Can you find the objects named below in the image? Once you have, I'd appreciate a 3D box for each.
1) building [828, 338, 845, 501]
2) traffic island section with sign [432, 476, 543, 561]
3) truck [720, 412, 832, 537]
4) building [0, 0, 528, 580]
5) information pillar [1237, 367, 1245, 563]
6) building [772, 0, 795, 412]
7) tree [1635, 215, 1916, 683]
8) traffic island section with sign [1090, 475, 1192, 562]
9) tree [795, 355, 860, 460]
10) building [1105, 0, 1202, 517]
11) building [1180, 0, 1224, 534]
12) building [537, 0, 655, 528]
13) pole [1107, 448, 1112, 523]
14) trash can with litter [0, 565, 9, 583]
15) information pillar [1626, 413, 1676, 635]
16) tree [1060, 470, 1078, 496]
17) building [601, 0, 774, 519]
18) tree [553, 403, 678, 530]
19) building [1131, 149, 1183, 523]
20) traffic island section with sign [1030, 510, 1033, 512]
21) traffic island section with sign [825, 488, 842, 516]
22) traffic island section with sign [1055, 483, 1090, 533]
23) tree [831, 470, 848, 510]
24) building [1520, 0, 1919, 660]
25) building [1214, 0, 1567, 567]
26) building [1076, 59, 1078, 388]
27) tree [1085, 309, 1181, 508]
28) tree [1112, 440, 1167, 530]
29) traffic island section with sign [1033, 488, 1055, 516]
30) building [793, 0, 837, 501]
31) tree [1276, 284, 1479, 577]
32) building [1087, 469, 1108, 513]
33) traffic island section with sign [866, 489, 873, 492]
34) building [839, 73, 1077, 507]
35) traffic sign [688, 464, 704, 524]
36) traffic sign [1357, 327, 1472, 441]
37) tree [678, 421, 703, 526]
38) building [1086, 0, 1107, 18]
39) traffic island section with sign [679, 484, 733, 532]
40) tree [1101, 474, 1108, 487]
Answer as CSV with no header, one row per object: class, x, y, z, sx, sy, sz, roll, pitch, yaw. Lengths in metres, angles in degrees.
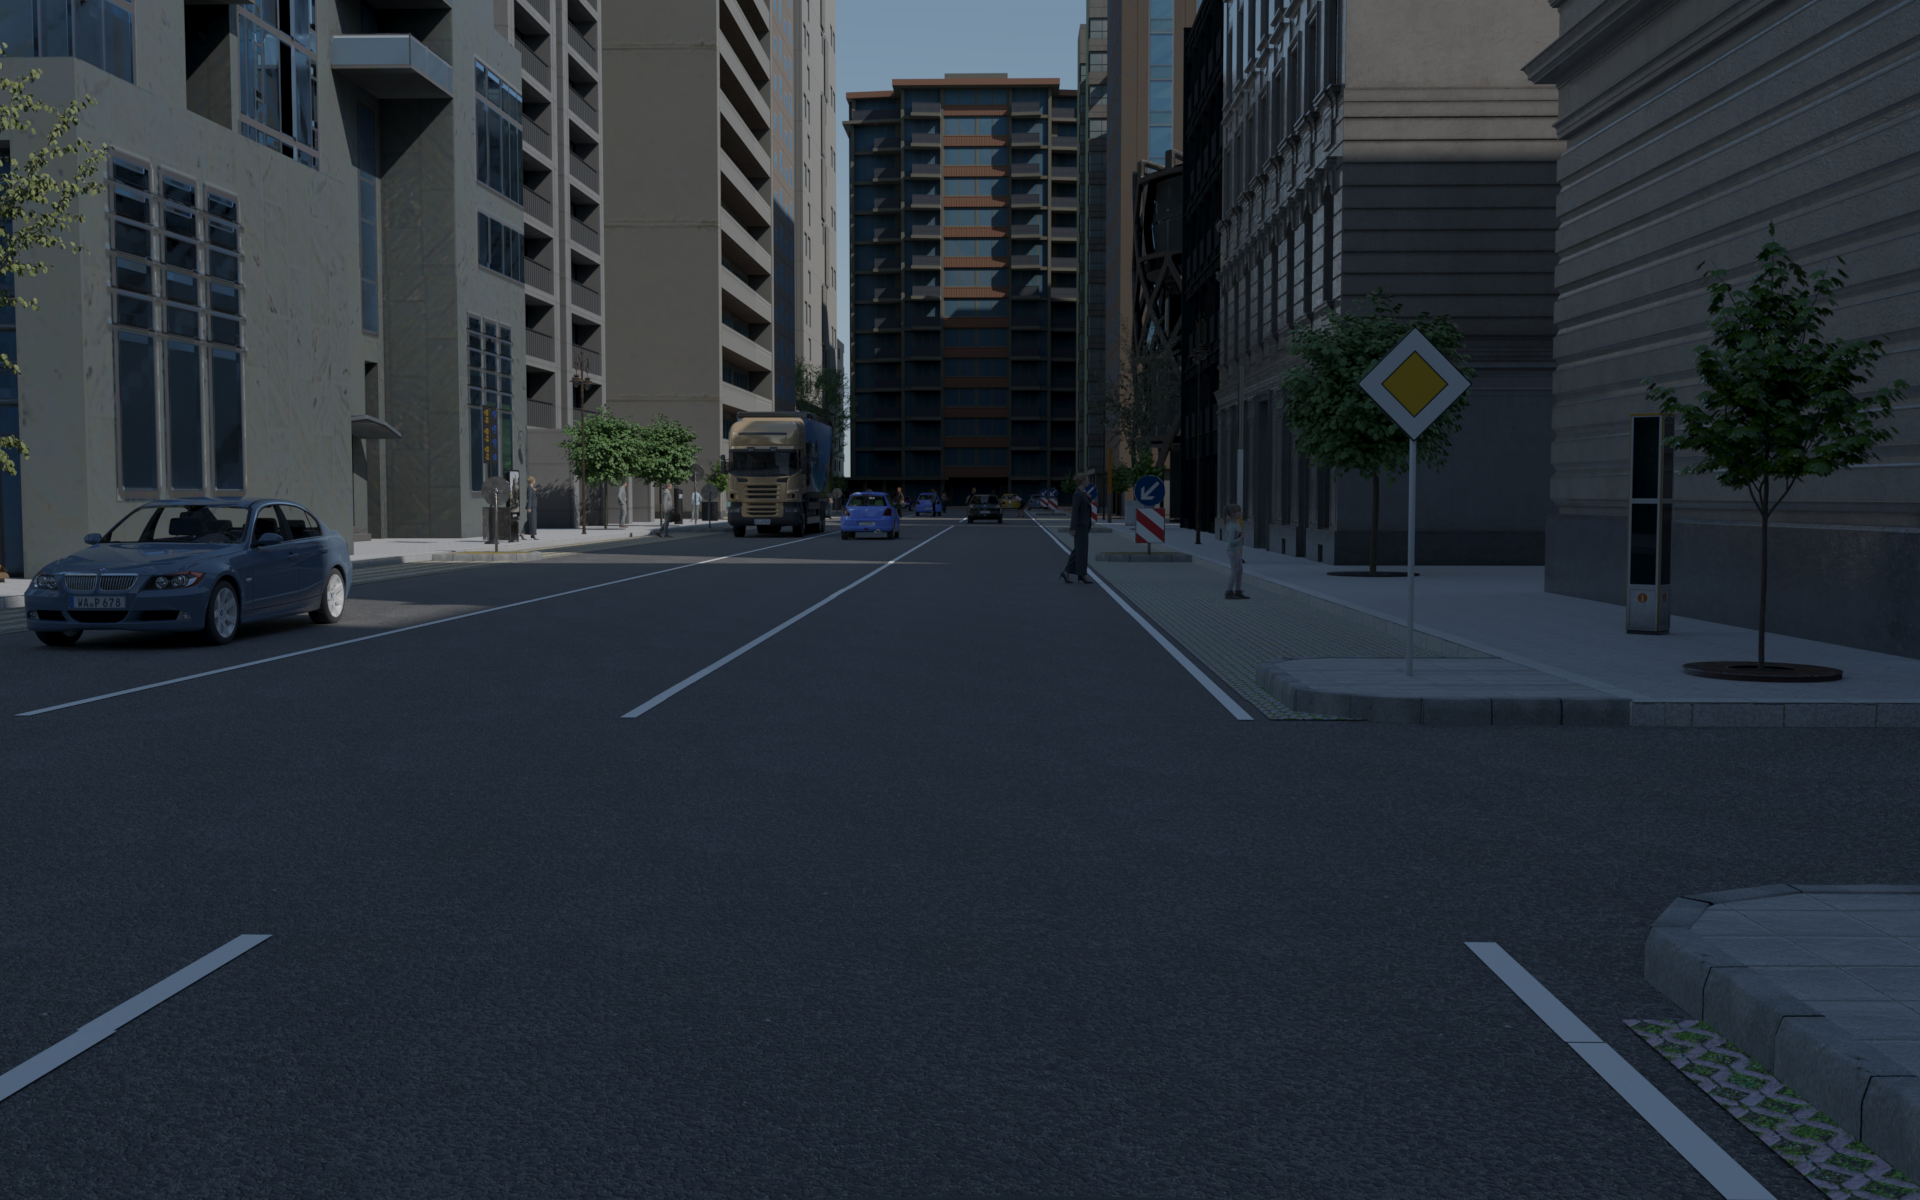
building,-28.164,-20.900,186.759,28.899,21.520,27.650,0,4,2
traffic island section with sign,-10.204,-1.777,37.680,1.989,1.847,2.006,0,4,2
truck,-6.290,-4.417,61.125,2.839,4.237,11.283,0,4,1
building,-23.759,-44.427,39.060,22.319,86.520,31.000,0,4,2
information pillar,5.220,-2.502,32.256,0.183,3.616,0.504,0,4,6
building,-18.924,-28.536,116.672,14.600,45.320,14.200,0,4,2
tree,5.545,-1.074,12.155,1.663,3.219,1.824,0,3,0
traffic island section with sign,3.898,-1.743,37.130,1.989,1.847,2.006,0,4,2
tree,-11.097,-12.495,130.043,9.928,11.665,9.643,0,3,0
building,15.966,-27.646,102.127,14.600,45.320,14.200,0,4,2
building,14.252,-13.891,56.803,12.332,23.373,15.834,0,4,2
building,-24.371,-38.841,73.299,20.563,71.187,20.611,0,4,2
pole,6.614,-5.057,76.521,0.158,3.312,0.155,0,3,0
trash can with litter,-14.267,-0.847,25.238,1.055,1.170,0.624,2,4,29
information pillar,6.316,-0.694,15.844,0.304,2.012,0.304,3,5,43
tree,8.672,-8.748,137.637,1.663,3.219,1.824,0,3,0
building,-22.704,-29.046,98.604,21.300,48.544,21.600,0,4,2
tree,-12.891,-4.817,62.467,4.285,4.588,4.351,0,3,0
building,16.183,-12.925,78.775,16.820,18.784,16.811,0,4,2
traffic island section with sign,6.732,-8.111,141.250,1.989,1.847,2.006,0,4,2
traffic island section with sign,-8.107,-6.489,114.722,1.989,1.847,2.006,0,4,2
traffic island section with sign,4.658,-3.423,64.595,1.989,1.847,2.006,0,4,2
tree,-9.936,-8.820,138.810,1.663,3.219,1.824,0,3,0
building,16.781,-11.507,17.021,19.941,23.489,11.050,0,4,2
building,11.628,-11.623,39.182,9.793,20.994,18.267,0,4,2
building,17.370,-28.808,154.606,14.154,41.232,14.086,0,4,2
tree,7.056,-7.209,68.235,4.360,8.622,3.978,0,3,0
tree,6.711,-4.120,61.967,1.663,3.219,1.824,0,3,0
traffic island section with sign,5.999,-6.463,114.305,1.989,1.847,2.006,0,4,2
building,-24.829,-34.217,148.679,27.495,52.752,28.713,0,4,2
tree,6.483,-2.662,27.230,4.285,4.588,4.351,0,3,0
building,25.370,-26.252,121.096,32.217,40.220,23.993,0,4,2
traffic island section with sign,-7.381,-8.137,141.668,1.989,1.847,2.006,0,4,2
building,1.048,-32.335,183.303,28.867,44.769,22.147,0,4,2
traffic sign,-11.229,-4.488,73.488,0.768,2.556,0.104,0,4,4
traffic sign,3.189,-0.608,12.127,0.795,2.593,0.064,0,4,2
tree,-11.852,-5.218,69.023,4.285,4.588,4.351,0,3,0
building,17.103,-27.948,140.549,14.154,41.232,14.086,0,4,2
traffic island section with sign,-9.457,-3.466,65.296,1.989,1.847,2.006,0,4,2
tree,8.335,-5.779,89.096,1.663,3.219,1.824,0,3,0
